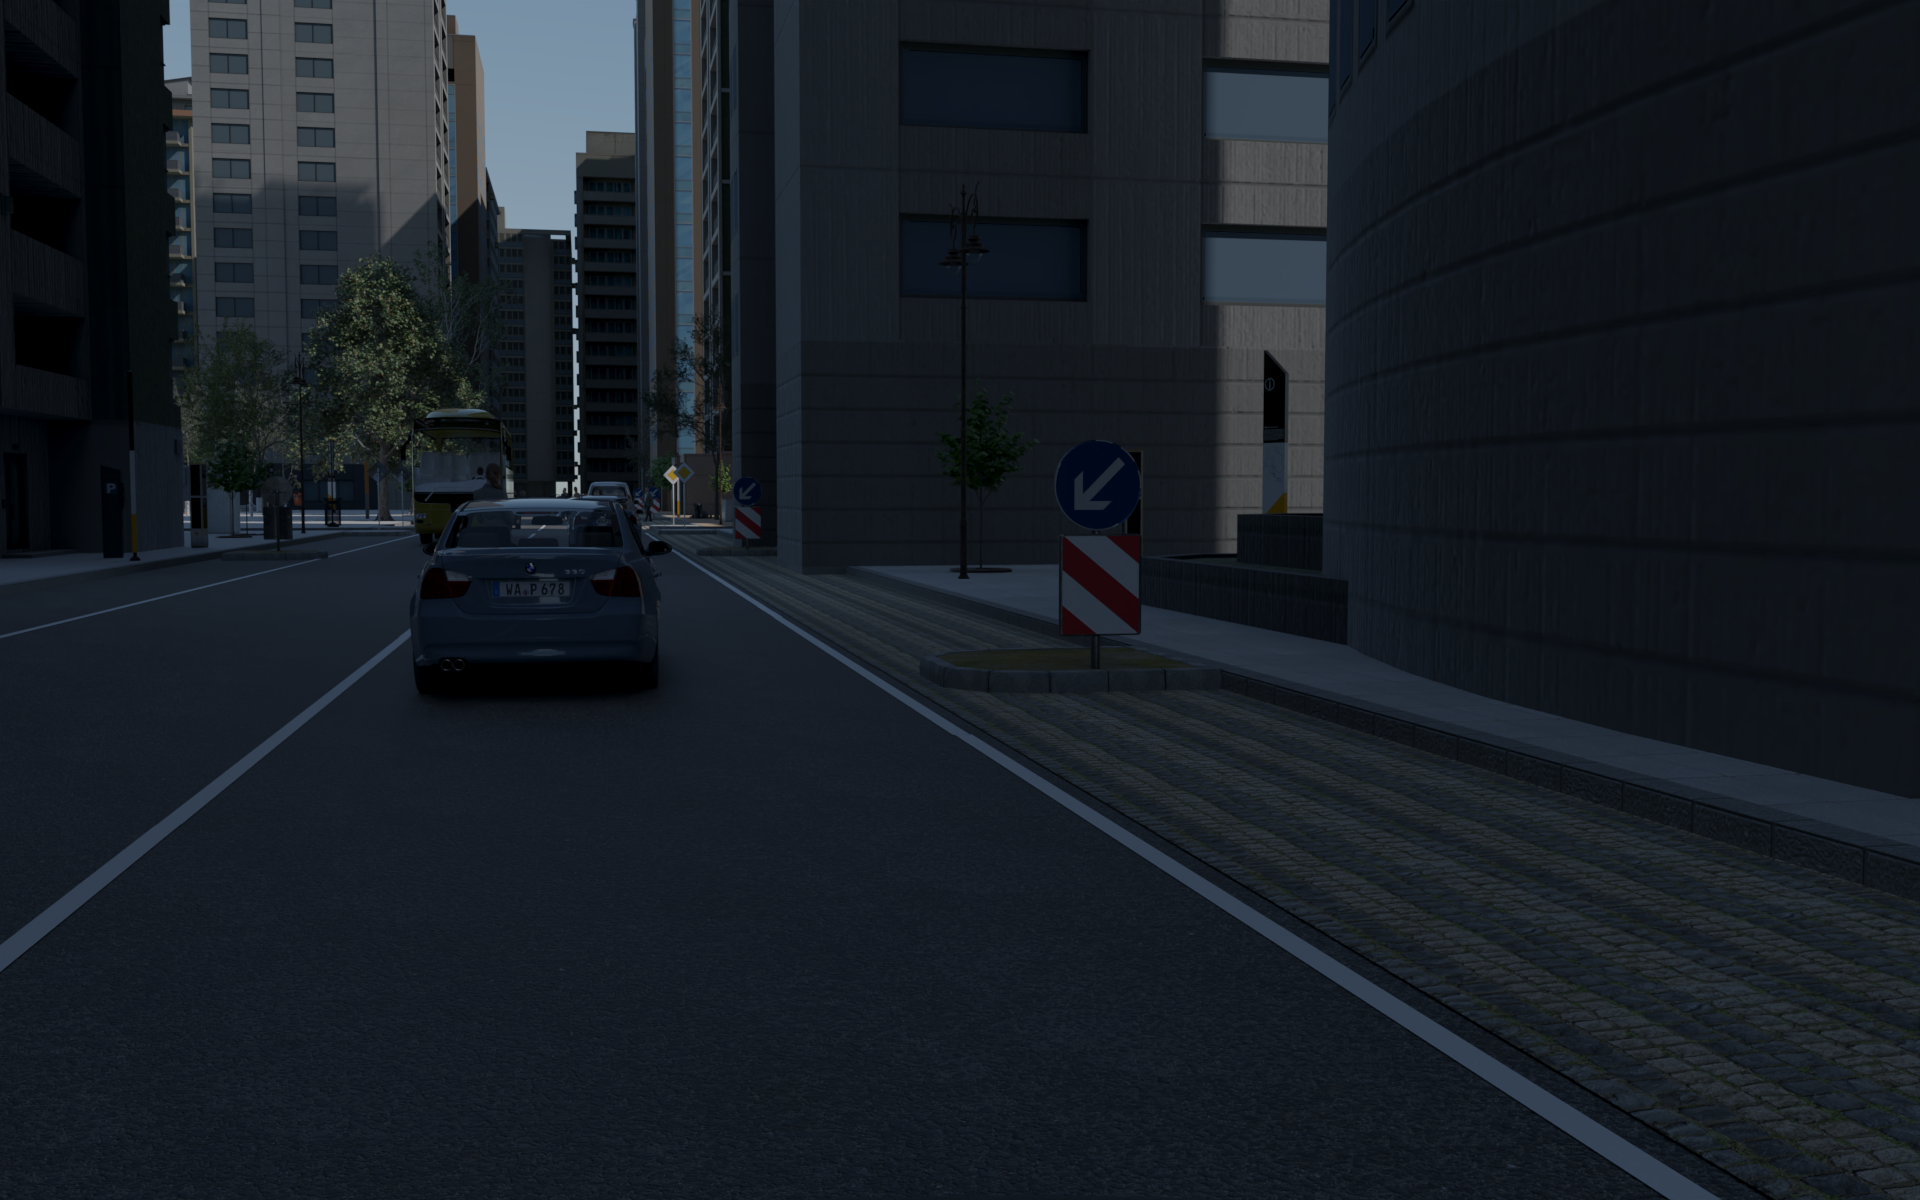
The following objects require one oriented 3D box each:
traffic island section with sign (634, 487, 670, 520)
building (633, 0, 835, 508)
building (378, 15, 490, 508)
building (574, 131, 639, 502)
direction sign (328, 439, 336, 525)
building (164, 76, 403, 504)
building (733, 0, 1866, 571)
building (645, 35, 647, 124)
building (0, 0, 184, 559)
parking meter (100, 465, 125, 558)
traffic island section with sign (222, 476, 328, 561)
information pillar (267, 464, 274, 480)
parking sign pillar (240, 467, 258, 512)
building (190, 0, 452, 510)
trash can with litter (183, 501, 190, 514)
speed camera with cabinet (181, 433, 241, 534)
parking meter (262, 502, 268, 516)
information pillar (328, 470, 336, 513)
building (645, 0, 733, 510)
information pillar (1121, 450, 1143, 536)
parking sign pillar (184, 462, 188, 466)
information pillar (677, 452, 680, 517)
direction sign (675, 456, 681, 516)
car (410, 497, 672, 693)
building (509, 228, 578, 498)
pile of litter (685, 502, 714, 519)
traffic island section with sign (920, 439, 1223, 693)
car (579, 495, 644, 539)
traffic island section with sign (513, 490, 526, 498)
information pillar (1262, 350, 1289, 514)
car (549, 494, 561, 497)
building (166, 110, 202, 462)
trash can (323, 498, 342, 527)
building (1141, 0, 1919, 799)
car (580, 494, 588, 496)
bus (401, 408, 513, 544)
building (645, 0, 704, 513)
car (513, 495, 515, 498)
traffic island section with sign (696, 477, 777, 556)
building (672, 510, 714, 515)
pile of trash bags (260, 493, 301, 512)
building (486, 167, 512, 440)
[{"bbox_3d":[-16.824,-5.245,94.383,1.989,1.847,2.006,-1,4,-12],"label":"traffic island section with sign"},{"bbox_3d":[-27.800,-40.600,205.814,21.231,58.520,28.212,-1,4,-12],"label":"building"},{"bbox_3d":[-52.716,-31.530,165.619,14.600,45.320,14.200,-1,4,-12],"label":"building"},{"bbox_3d":[-41.230,-37.434,235.749,21.600,48.544,21.300,-1,4,-12],"label":"building"},{"bbox_3d":[-26.053,-4.884,71.846,0.379,3.537,0.876,-2,4,-32],"label":"direction sign"},{"bbox_3d":[-89.463,-39.130,229.021,27.495,52.752,28.713,-1,4,-12],"label":"building"},{"bbox_3d":[4.506,-30.742,44.636,21.231,58.520,28.212,-1,4,-12],"label":"building"},{"bbox_3d":[-17.928,-32.865,161.045,21.300,48.544,21.600,-1,4,-12],"label":"building"},{"bbox_3d":[-24.478,-16.011,33.479,14.160,30.474,14.107,-1,4,-12],"label":"building"},{"bbox_3d":[-16.975,-1.775,34.726,0.399,1.863,0.255,-1,4,-19],"label":"parking meter"},{"bbox_3d":[-15.132,-1.819,38.371,1.989,1.847,2.006,-1,4,-12],"label":"traffic island section with sign"},{"bbox_3d":[-51.181,-8.394,128.595,0.504,3.616,0.183,-1,4,-17],"label":"information pillar"},{"bbox_3d":[-52.354,-8.493,127.334,1.447,3.967,1.447,-1,4,-9],"label":"parking sign pillar"},{"bbox_3d":[-52.163,-43.359,147.174,20.563,71.187,20.611,-1,4,-12],"label":"building"},{"bbox_3d":[-49.773,-6.119,111.102,1.678,1.210,2.233,-2,4,-32],"label":"trash can with litter"},{"bbox_3d":[-24.512,-3.789,56.291,2.038,3.252,0.660,0,4,7],"label":"speed camera with cabinet"},{"bbox_3d":[-41.262,-5.938,102.803,0.255,1.863,0.399,-3,5,-41],"label":"parking meter"},{"bbox_3d":[-42.336,-7.669,116.740,0.504,3.616,0.183,-1,4,-18],"label":"information pillar"},{"bbox_3d":[-22.655,-45.465,181.600,20.563,71.187,20.611,-1,4,-12],"label":"building"},{"bbox_3d":[2.868,-1.493,28.908,0.304,2.012,0.304,-1,4,-8],"label":"information pillar"},{"bbox_3d":[-57.601,-8.621,129.428,1.447,3.967,1.447,-1,4,-14],"label":"parking sign pillar"},{"bbox_3d":[-15.641,-6.407,96.102,0.183,3.616,0.504,-1,4,-9],"label":"information pillar"},{"bbox_3d":[-16.678,-6.750,102.362,0.379,3.537,0.876,-2,4,-29],"label":"direction sign"},{"bbox_3d":[-3.310,-0.114,13.870,2.014,1.417,4.499,-1,4,-11],"label":"car"},{"bbox_3d":[-64.633,-33.302,236.367,23.993,40.220,32.217,-1,4,-12],"label":"building"},{"bbox_3d":[-13.584,-4.675,90.408,1.719,0.858,1.176,2,4,34],"label":"pile of litter"},{"bbox_3d":[0.744,-0.289,13.351,1.989,1.847,2.006,-1,4,-12],"label":"traffic island section with sign"},{"bbox_3d":[-8.849,-1.896,43.000,2.014,1.417,4.499,-1,4,-13],"label":"car"},{"bbox_3d":[-48.840,-11.327,193.823,1.989,1.847,2.006,-1,4,-12],"label":"traffic island section with sign"},{"bbox_3d":[5.099,-2.246,28.073,0.183,3.616,0.504,-3,4,-38],"label":"information pillar"},{"bbox_3d":[-50.098,-12.370,214.256,2.014,1.417,4.499,-1,4,-13],"label":"car"},{"bbox_3d":[-91.440,-33.101,195.829,28.867,44.769,22.147,-1,4,-12],"label":"building"},{"bbox_3d":[-24.345,-3.399,67.219,0.748,1.137,0.748,0,3,0],"label":"trash can"},{"bbox_3d":[13.830,-28.604,9.669,21.231,58.520,28.212,-1,4,-12],"label":"building"},{"bbox_3d":[-36.696,-9.760,169.795,2.015,1.641,3.980,-1,4,-13],"label":"car"},{"bbox_3d":[-15.146,-3.771,53.200,2.896,3.916,12.252,-1,4,-13],"label":"bus"},{"bbox_3d":[-17.558,-29.820,137.664,14.600,45.320,14.200,-1,4,-12],"label":"building"},{"bbox_3d":[-19.156,-3.810,72.083,2.009,1.686,4.222,-1,4,-14],"label":"car"},{"bbox_3d":[-5.150,-1.952,40.548,1.989,1.847,2.006,-1,4,-12],"label":"traffic island section with sign"},{"bbox_3d":[-7.627,-41.022,108.955,20.563,71.187,20.611,-1,4,-12],"label":"building"},{"bbox_3d":[-49.075,-7.052,125.060,3.447,1.369,1.912,1,4,10],"label":"pile of trash bags"},{"bbox_3d":[-64.441,-30.843,196.167,23.993,40.220,32.217,-1,4,-12],"label":"building"}]
